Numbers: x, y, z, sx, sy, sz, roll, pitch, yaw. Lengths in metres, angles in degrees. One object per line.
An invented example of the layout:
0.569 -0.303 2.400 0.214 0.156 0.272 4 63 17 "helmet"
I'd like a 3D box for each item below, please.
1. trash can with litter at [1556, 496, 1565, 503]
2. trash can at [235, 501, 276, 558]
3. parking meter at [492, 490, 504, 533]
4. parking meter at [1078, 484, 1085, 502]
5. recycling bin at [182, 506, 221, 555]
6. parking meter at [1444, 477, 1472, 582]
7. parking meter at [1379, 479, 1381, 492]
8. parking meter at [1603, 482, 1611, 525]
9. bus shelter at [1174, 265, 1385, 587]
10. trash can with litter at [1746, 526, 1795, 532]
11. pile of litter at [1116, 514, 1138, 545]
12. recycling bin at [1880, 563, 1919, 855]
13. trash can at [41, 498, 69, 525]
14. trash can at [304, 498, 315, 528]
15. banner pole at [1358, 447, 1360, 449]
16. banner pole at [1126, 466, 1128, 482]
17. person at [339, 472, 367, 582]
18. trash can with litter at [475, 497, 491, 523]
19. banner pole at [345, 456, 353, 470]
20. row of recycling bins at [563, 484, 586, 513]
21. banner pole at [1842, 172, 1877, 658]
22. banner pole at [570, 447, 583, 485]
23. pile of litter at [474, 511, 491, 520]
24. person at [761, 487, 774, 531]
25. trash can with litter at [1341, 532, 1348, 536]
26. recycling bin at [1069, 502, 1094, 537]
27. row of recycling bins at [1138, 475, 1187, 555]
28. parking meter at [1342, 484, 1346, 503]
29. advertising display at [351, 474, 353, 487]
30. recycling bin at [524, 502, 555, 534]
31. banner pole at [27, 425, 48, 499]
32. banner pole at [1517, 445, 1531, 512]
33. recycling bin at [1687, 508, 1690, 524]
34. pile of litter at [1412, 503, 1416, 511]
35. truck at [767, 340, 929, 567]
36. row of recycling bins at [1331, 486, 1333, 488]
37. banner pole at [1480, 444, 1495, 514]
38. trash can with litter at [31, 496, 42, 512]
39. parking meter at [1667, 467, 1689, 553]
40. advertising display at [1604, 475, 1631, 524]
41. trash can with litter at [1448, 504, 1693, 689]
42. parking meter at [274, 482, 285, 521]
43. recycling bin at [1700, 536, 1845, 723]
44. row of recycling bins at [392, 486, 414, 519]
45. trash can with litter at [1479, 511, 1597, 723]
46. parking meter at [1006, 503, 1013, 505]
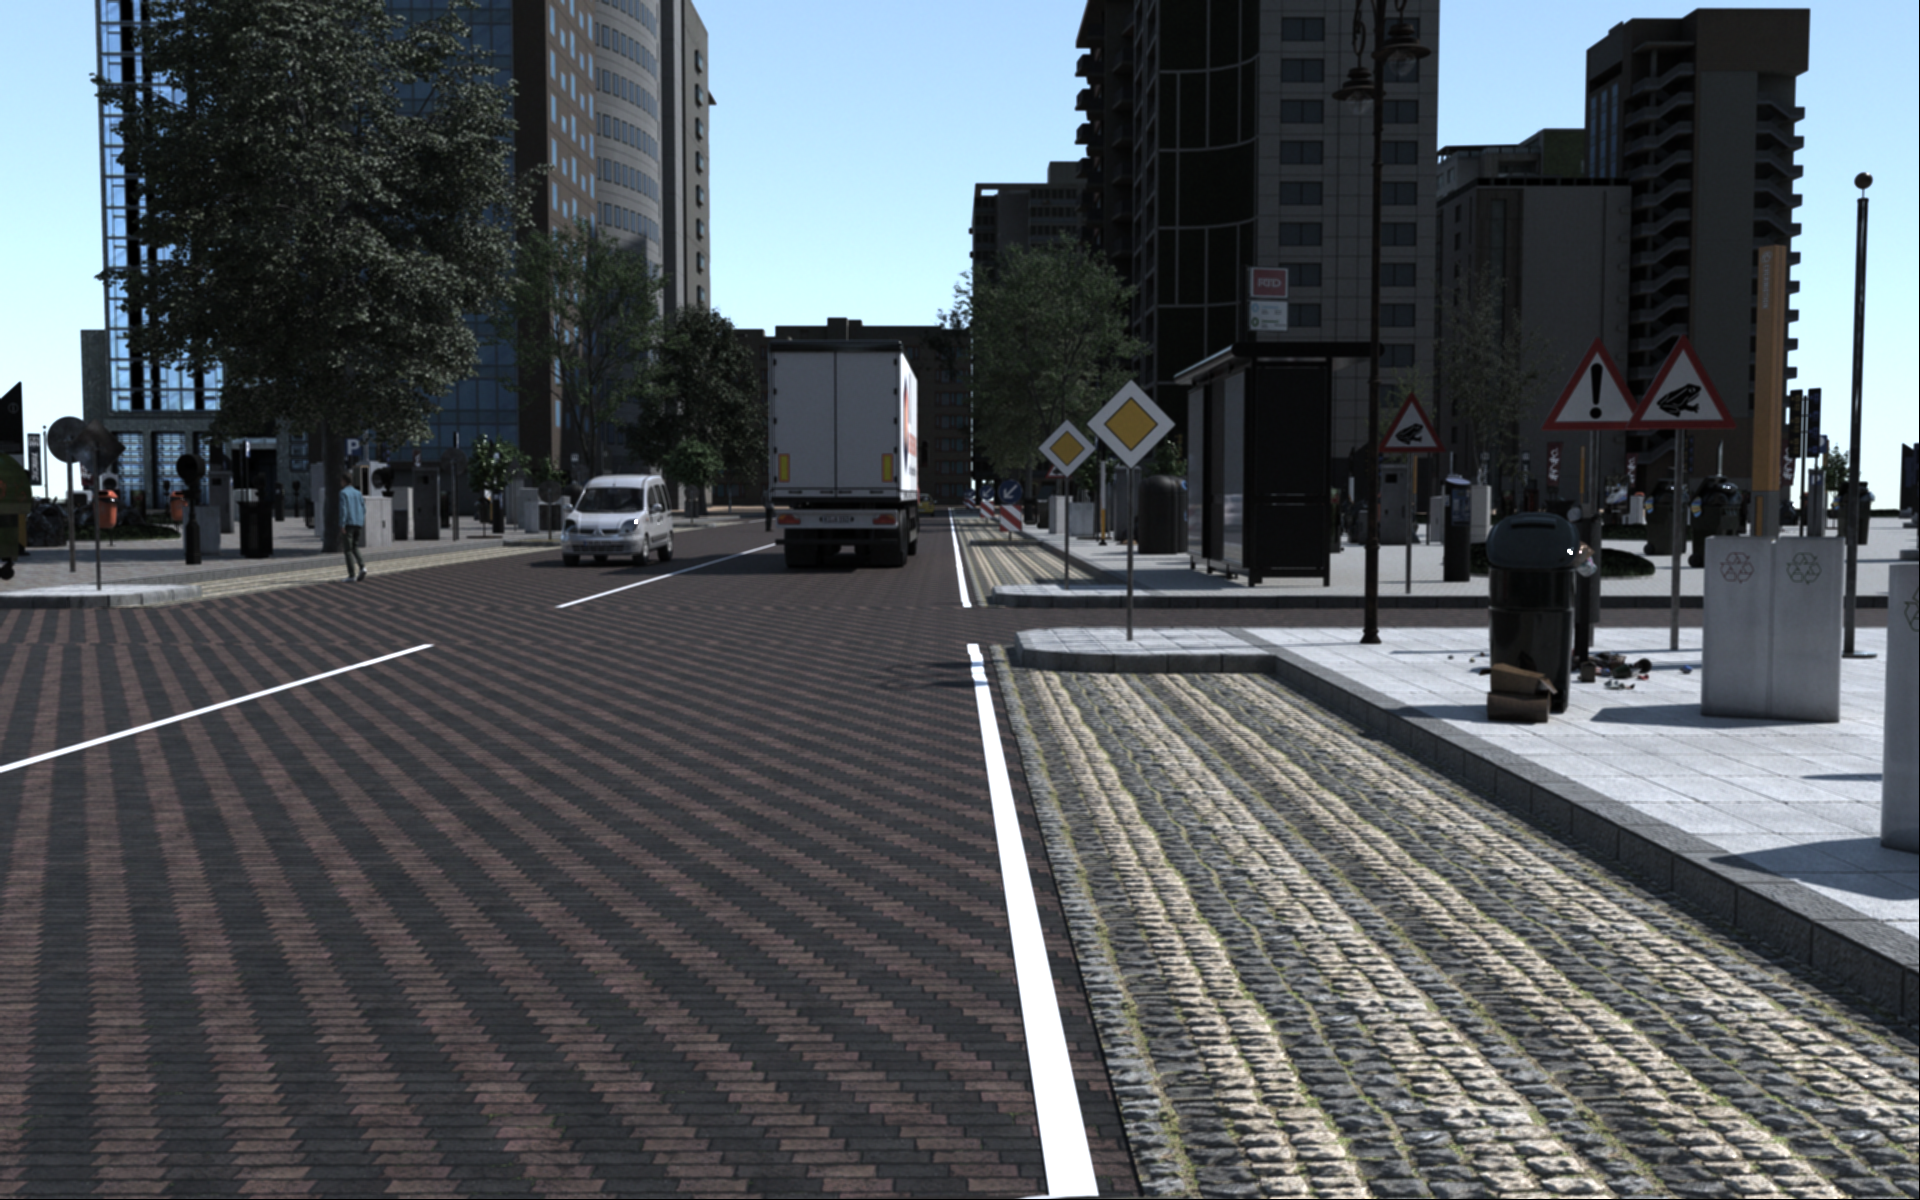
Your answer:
31.219 -4.762 89.246 0.624 1.170 1.055 -3 5 -41 "trash can with litter"
-14.088 -1.408 34.668 0.748 1.137 0.748 0 3 0 "trash can"
-15.098 -2.948 56.608 0.372 1.533 0.369 0 3 0 "parking meter"
5.438 -4.383 77.369 0.255 1.863 0.399 0 4 -3 "parking meter"
-16.083 -1.479 36.730 0.722 1.027 0.722 -2 4 -24 "recycling bin"
7.303 -1.040 25.421 0.372 1.533 0.369 0 3 0 "parking meter"
14.833 -3.353 60.538 0.255 1.863 0.399 -1 4 -15 "parking meter"
26.435 -3.971 70.635 0.255 1.863 0.399 0 4 4 "parking meter"
4.761 -3.088 28.129 2.179 5.291 8.768 0 4 -1 "bus shelter"
27.643 -2.931 58.979 1.678 1.210 2.233 1 4 19 "trash can with litter"
4.785 -1.843 44.095 1.719 0.858 1.176 0 4 -3 "pile of litter"
3.818 0.392 6.140 0.722 1.027 0.722 -2 4 -28 "recycling bin"
-26.228 -2.369 50.385 0.748 1.137 0.748 0 3 0 "trash can"
-24.203 -3.256 64.893 0.748 1.137 0.748 0 3 0 "trash can"
21.523 -6.281 92.705 0.863 3.779 0.401 -2 4 -25 "banner pole"
4.493 -3.417 45.884 0.401 3.779 0.863 1 4 18 "banner pole"
-9.887 -1.182 28.173 0.444 1.785 0.601 2 4 32 "person"
-20.854 -3.983 76.512 0.624 1.170 1.055 2 4 29 "trash can with litter"
-31.833 -6.120 90.077 0.863 3.779 0.401 -2 4 -23 "banner pole"
-14.821 -3.857 70.173 1.069 1.692 3.534 1 4 21 "row of recycling bins"
6.926 -1.429 13.382 0.401 3.779 0.863 2 4 27 "banner pole"
-20.013 -6.161 90.745 0.863 3.779 0.401 -2 4 -34 "banner pole"
-23.090 -4.326 84.699 1.176 0.858 1.719 2 4 30 "pile of litter"
-7.316 -3.541 66.579 0.592 1.802 0.473 3 5 41 "person"
11.090 -2.588 53.366 2.233 1.210 1.678 0 4 5 "trash can with litter"
3.659 -2.443 52.502 0.722 1.027 0.722 -1 4 -8 "recycling bin"
4.826 -1.906 38.277 1.069 1.692 3.534 2 4 28 "row of recycling bins"
20.142 -5.167 90.188 0.399 1.863 0.255 -1 4 -14 "parking meter"
-17.399 -2.789 50.820 0.974 1.923 0.123 1 4 19 "advertising display"
-13.743 -2.697 56.647 0.722 1.027 0.722 3 5 39 "recycling bin"
-33.452 -4.461 62.954 0.401 3.779 0.863 3 4 36 "banner pole"
28.481 -5.973 87.677 0.401 3.779 0.863 -3 5 -39 "banner pole"
22.453 -2.427 52.240 0.722 1.027 0.722 0 4 -6 "recycling bin"
22.824 -4.514 87.775 1.719 0.858 1.176 3 4 37 "pile of litter"
-2.215 -2.951 37.171 2.839 4.237 11.283 0 4 1 "truck"
17.115 -4.678 83.593 1.069 1.692 3.534 -1 4 -12 "row of recycling bins"
26.510 -5.930 86.977 0.863 3.779 0.401 1 4 19 "banner pole"
-31.040 -2.919 58.786 1.678 1.210 2.233 0 4 -2 "trash can with litter"
15.527 -1.944 37.491 0.255 1.863 0.399 -2 4 -30 "parking meter"
21.997 -3.227 57.977 0.123 1.923 0.974 -2 4 -28 "advertising display"
4.394 -0.085 12.449 1.678 1.210 2.233 1 4 15 "trash can with litter"
-32.053 -4.641 81.599 0.399 1.863 0.255 0 4 2 "parking meter"
4.759 0.148 10.133 0.722 1.027 0.722 2 4 27 "recycling bin"
-29.080 -5.079 90.158 1.069 1.692 3.534 -3 4 -38 "row of recycling bins"
3.368 0.079 10.093 0.624 1.170 1.055 1 4 21 "trash can with litter"
2.503 -4.877 88.154 0.372 1.533 0.369 0 3 0 "parking meter"
